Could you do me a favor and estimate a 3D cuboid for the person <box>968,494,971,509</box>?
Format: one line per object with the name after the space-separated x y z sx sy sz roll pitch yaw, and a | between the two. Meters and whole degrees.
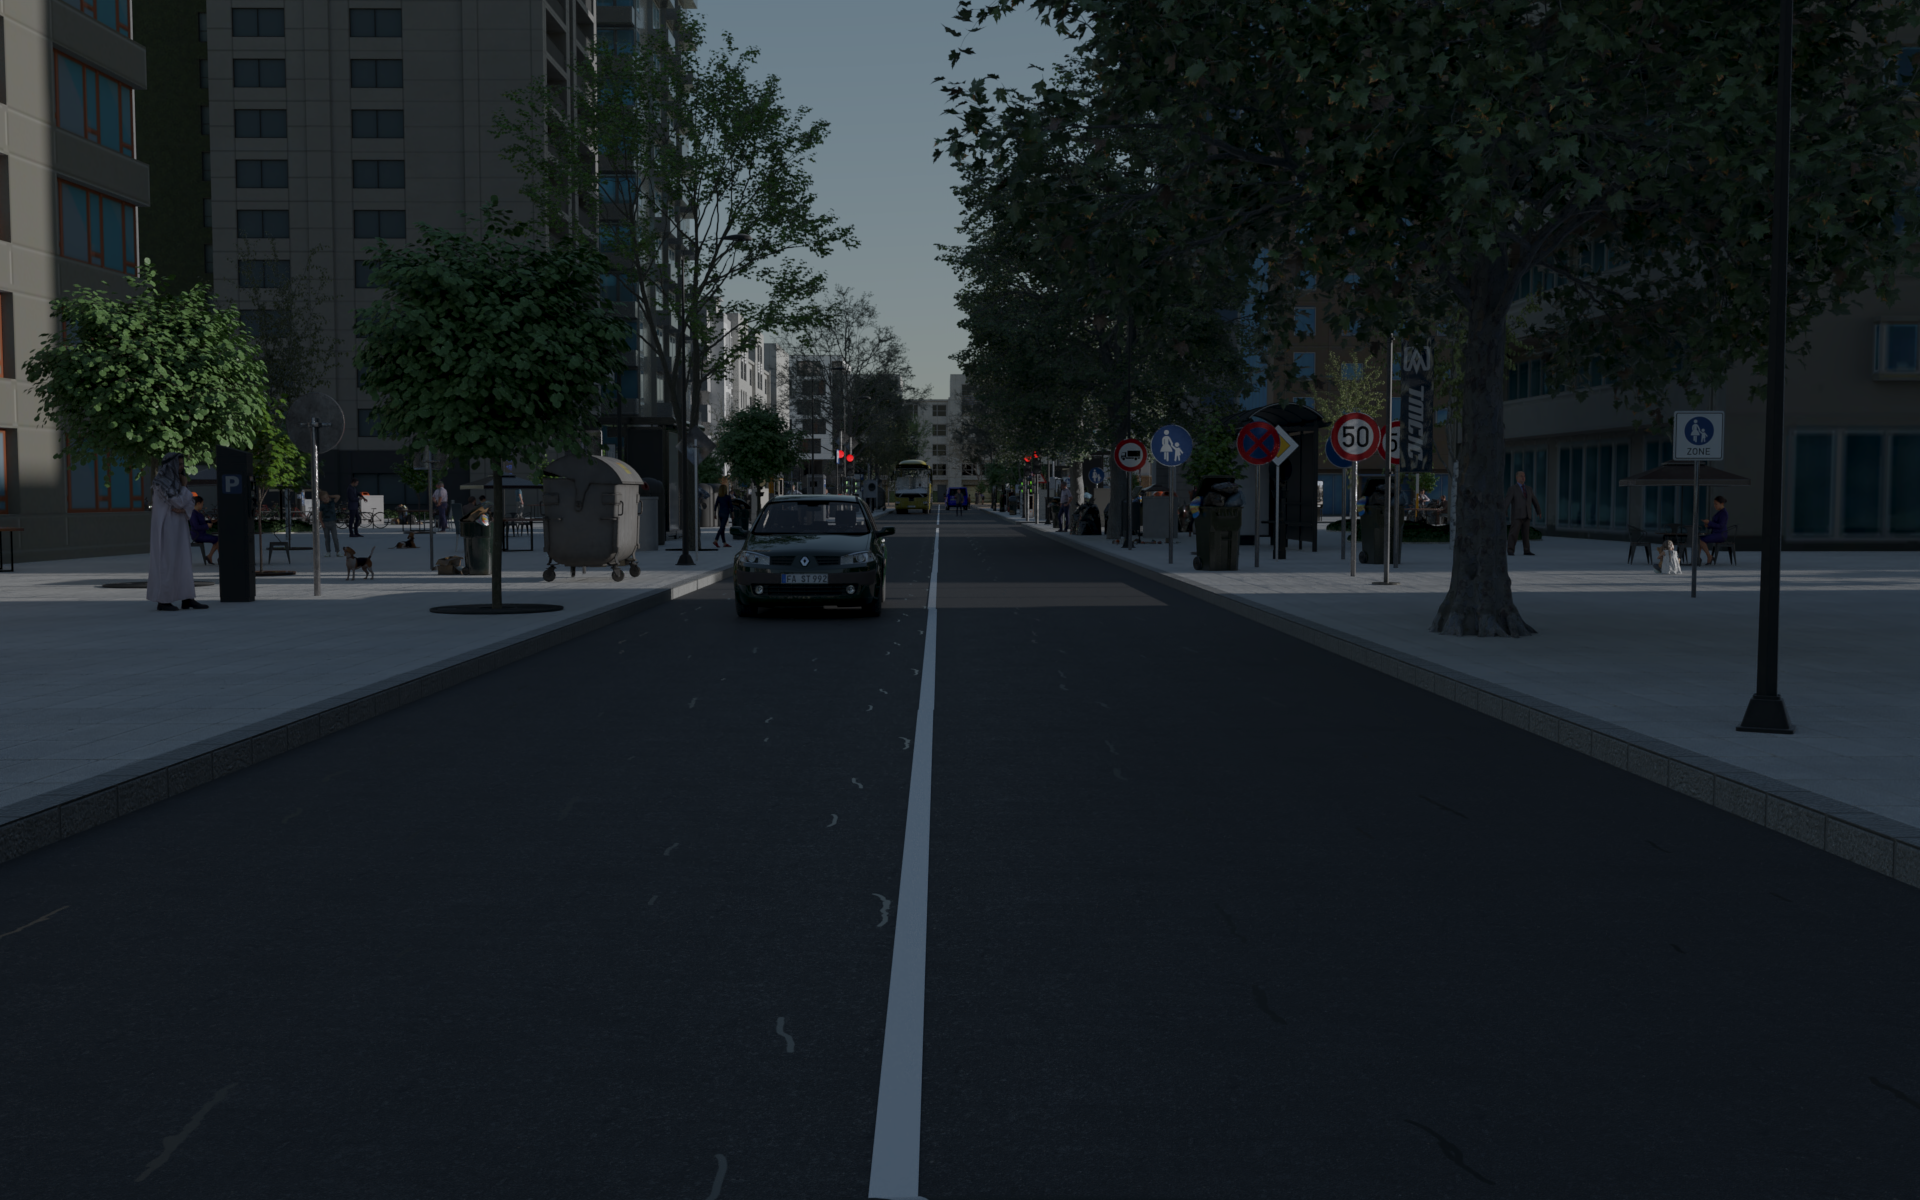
0.928 -9.545 167.818 0.557 1.426 1.065 1 4 14 | person

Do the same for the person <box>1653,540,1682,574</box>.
11.355 -0.687 27.756 0.381 0.543 0.357 -1 4 -10 | person

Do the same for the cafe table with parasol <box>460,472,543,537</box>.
-13.724 -2.879 51.939 2.610 1.966 2.610 1 4 19 | cafe table with parasol

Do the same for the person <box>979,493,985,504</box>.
2.723 -12.582 214.994 0.697 1.427 0.421 1 4 22 | person

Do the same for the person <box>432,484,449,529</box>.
-19.283 -3.515 64.454 0.756 1.711 0.436 3 5 43 | person

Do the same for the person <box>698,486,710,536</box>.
-6.476 -2.163 42.130 0.841 1.734 0.376 3 5 41 | person

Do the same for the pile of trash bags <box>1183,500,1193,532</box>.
7.165 -3.028 59.254 1.912 1.369 3.447 -1 4 -10 | pile of trash bags

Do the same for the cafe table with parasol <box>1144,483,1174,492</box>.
12.680 -6.543 111.850 2.610 1.966 2.610 -3 5 -40 | cafe table with parasol

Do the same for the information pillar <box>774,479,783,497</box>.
-8.738 -4.832 83.491 0.304 2.012 0.304 3 4 36 | information pillar

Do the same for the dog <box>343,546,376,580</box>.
-8.965 -0.552 25.859 0.406 0.507 0.540 -1 4 -12 | dog

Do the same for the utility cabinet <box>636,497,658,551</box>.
-7.235 -1.703 39.012 0.306 1.237 1.020 2 4 30 | utility cabinet

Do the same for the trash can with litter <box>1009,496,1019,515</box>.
3.258 -5.730 105.069 0.624 1.170 1.055 0 4 3 | trash can with litter

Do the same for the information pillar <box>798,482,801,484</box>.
-10.923 -7.688 117.046 0.504 3.616 0.183 3 5 39 | information pillar

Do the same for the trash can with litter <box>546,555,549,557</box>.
-8.064 -1.528 36.041 1.678 1.210 2.233 1 4 14 | trash can with litter

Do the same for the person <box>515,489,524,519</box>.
-23.002 -5.161 90.546 0.434 1.807 0.598 -2 4 -28 | person

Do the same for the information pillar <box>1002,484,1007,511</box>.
3.299 -7.641 129.424 0.304 2.012 0.304 -2 4 -25 | information pillar

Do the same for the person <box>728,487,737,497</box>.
-15.029 -6.560 114.127 0.655 1.722 0.431 0 4 -5 | person

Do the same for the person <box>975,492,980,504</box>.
2.225 -12.970 218.905 0.742 1.727 0.445 1 4 10 | person

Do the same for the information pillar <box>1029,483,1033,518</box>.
3.780 -5.434 93.330 0.304 2.012 0.304 -1 4 -12 | information pillar

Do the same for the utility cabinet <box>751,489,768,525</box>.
-8.071 -3.775 70.405 0.318 1.500 1.173 1 4 23 | utility cabinet

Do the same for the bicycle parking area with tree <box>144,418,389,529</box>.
-26.454 -4.743 64.552 9.016 4.147 8.231 -2 4 -28 | bicycle parking area with tree

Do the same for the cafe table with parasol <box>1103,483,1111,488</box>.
8.185 -5.816 99.958 2.610 1.966 2.610 -1 4 -13 | cafe table with parasol

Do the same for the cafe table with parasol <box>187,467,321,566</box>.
-13.070 -1.618 31.316 2.610 1.966 2.610 2 4 34 | cafe table with parasol

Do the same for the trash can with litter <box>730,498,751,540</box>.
-6.067 -2.287 48.786 0.624 1.170 1.055 2 4 33 | trash can with litter

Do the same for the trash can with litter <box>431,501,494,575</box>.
-7.854 -0.981 27.421 1.055 1.170 0.624 1 4 10 | trash can with litter

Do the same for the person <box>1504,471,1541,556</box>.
11.741 -1.808 36.150 0.990 1.755 0.434 -1 4 -14 | person

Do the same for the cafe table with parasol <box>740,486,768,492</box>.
-17.125 -8.537 144.448 2.610 1.966 2.610 -1 4 -17 | cafe table with parasol

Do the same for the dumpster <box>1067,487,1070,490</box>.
6.660 -6.138 106.122 1.264 1.857 1.865 0 4 0 | dumpster

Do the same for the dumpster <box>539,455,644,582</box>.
-5.503 -1.231 25.882 1.264 1.857 1.865 0 4 -1 | dumpster

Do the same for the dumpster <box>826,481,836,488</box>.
-9.422 -7.430 123.972 1.502 2.255 1.985 0 4 -1 | dumpster

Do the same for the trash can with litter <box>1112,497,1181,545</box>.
4.809 -2.058 44.700 2.233 1.210 1.678 -1 4 -20 | trash can with litter

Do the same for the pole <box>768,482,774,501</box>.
-6.709 -4.138 61.504 0.158 3.312 0.155 0 3 0 | pole

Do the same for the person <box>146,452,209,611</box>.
-8.642 -0.756 19.065 0.621 1.740 0.551 -1 4 -17 | person

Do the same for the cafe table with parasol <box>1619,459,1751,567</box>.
12.999 -1.610 31.186 2.610 1.966 2.610 -1 4 -22 | cafe table with parasol

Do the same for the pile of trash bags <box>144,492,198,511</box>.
-38.192 -4.531 83.832 3.447 1.369 1.912 2 4 24 | pile of trash bags

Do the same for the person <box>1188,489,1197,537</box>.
7.130 -2.734 52.206 0.415 1.643 0.593 3 5 43 | person

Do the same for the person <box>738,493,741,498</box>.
-18.163 -8.108 142.515 0.435 1.345 0.340 2 4 31 | person

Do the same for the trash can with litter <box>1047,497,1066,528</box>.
3.764 -3.279 64.993 0.624 1.170 1.055 2 4 28 | trash can with litter

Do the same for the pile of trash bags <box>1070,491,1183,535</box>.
5.153 -2.731 54.405 3.447 1.369 1.912 0 4 5 | pile of trash bags

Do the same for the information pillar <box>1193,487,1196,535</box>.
7.583 -3.085 54.932 0.304 2.012 0.304 2 4 32 | information pillar

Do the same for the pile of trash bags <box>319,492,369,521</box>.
-30.366 -4.586 84.727 1.912 1.369 3.447 2 4 33 | pile of trash bags

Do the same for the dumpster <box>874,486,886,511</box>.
-6.281 -7.687 131.439 1.264 1.857 1.865 0 4 -1 | dumpster

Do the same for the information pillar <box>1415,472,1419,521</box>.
18.656 -4.849 70.640 0.183 3.616 0.504 1 4 12 | information pillar

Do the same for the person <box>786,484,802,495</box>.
-7.848 -4.568 81.445 0.841 1.734 0.376 1 4 21 | person

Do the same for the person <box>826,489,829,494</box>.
-6.905 -4.992 89.871 0.499 1.552 0.429 2 4 33 | person

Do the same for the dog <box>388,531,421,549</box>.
-13.103 -1.411 40.800 0.748 0.427 0.550 -1 4 -16 | dog

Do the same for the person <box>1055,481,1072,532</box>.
3.493 -3.144 58.384 0.436 1.711 0.756 -1 4 -14 | person

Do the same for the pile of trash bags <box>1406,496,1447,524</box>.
20.873 -3.928 73.976 3.447 1.369 1.912 -1 4 -22 | pile of trash bags
